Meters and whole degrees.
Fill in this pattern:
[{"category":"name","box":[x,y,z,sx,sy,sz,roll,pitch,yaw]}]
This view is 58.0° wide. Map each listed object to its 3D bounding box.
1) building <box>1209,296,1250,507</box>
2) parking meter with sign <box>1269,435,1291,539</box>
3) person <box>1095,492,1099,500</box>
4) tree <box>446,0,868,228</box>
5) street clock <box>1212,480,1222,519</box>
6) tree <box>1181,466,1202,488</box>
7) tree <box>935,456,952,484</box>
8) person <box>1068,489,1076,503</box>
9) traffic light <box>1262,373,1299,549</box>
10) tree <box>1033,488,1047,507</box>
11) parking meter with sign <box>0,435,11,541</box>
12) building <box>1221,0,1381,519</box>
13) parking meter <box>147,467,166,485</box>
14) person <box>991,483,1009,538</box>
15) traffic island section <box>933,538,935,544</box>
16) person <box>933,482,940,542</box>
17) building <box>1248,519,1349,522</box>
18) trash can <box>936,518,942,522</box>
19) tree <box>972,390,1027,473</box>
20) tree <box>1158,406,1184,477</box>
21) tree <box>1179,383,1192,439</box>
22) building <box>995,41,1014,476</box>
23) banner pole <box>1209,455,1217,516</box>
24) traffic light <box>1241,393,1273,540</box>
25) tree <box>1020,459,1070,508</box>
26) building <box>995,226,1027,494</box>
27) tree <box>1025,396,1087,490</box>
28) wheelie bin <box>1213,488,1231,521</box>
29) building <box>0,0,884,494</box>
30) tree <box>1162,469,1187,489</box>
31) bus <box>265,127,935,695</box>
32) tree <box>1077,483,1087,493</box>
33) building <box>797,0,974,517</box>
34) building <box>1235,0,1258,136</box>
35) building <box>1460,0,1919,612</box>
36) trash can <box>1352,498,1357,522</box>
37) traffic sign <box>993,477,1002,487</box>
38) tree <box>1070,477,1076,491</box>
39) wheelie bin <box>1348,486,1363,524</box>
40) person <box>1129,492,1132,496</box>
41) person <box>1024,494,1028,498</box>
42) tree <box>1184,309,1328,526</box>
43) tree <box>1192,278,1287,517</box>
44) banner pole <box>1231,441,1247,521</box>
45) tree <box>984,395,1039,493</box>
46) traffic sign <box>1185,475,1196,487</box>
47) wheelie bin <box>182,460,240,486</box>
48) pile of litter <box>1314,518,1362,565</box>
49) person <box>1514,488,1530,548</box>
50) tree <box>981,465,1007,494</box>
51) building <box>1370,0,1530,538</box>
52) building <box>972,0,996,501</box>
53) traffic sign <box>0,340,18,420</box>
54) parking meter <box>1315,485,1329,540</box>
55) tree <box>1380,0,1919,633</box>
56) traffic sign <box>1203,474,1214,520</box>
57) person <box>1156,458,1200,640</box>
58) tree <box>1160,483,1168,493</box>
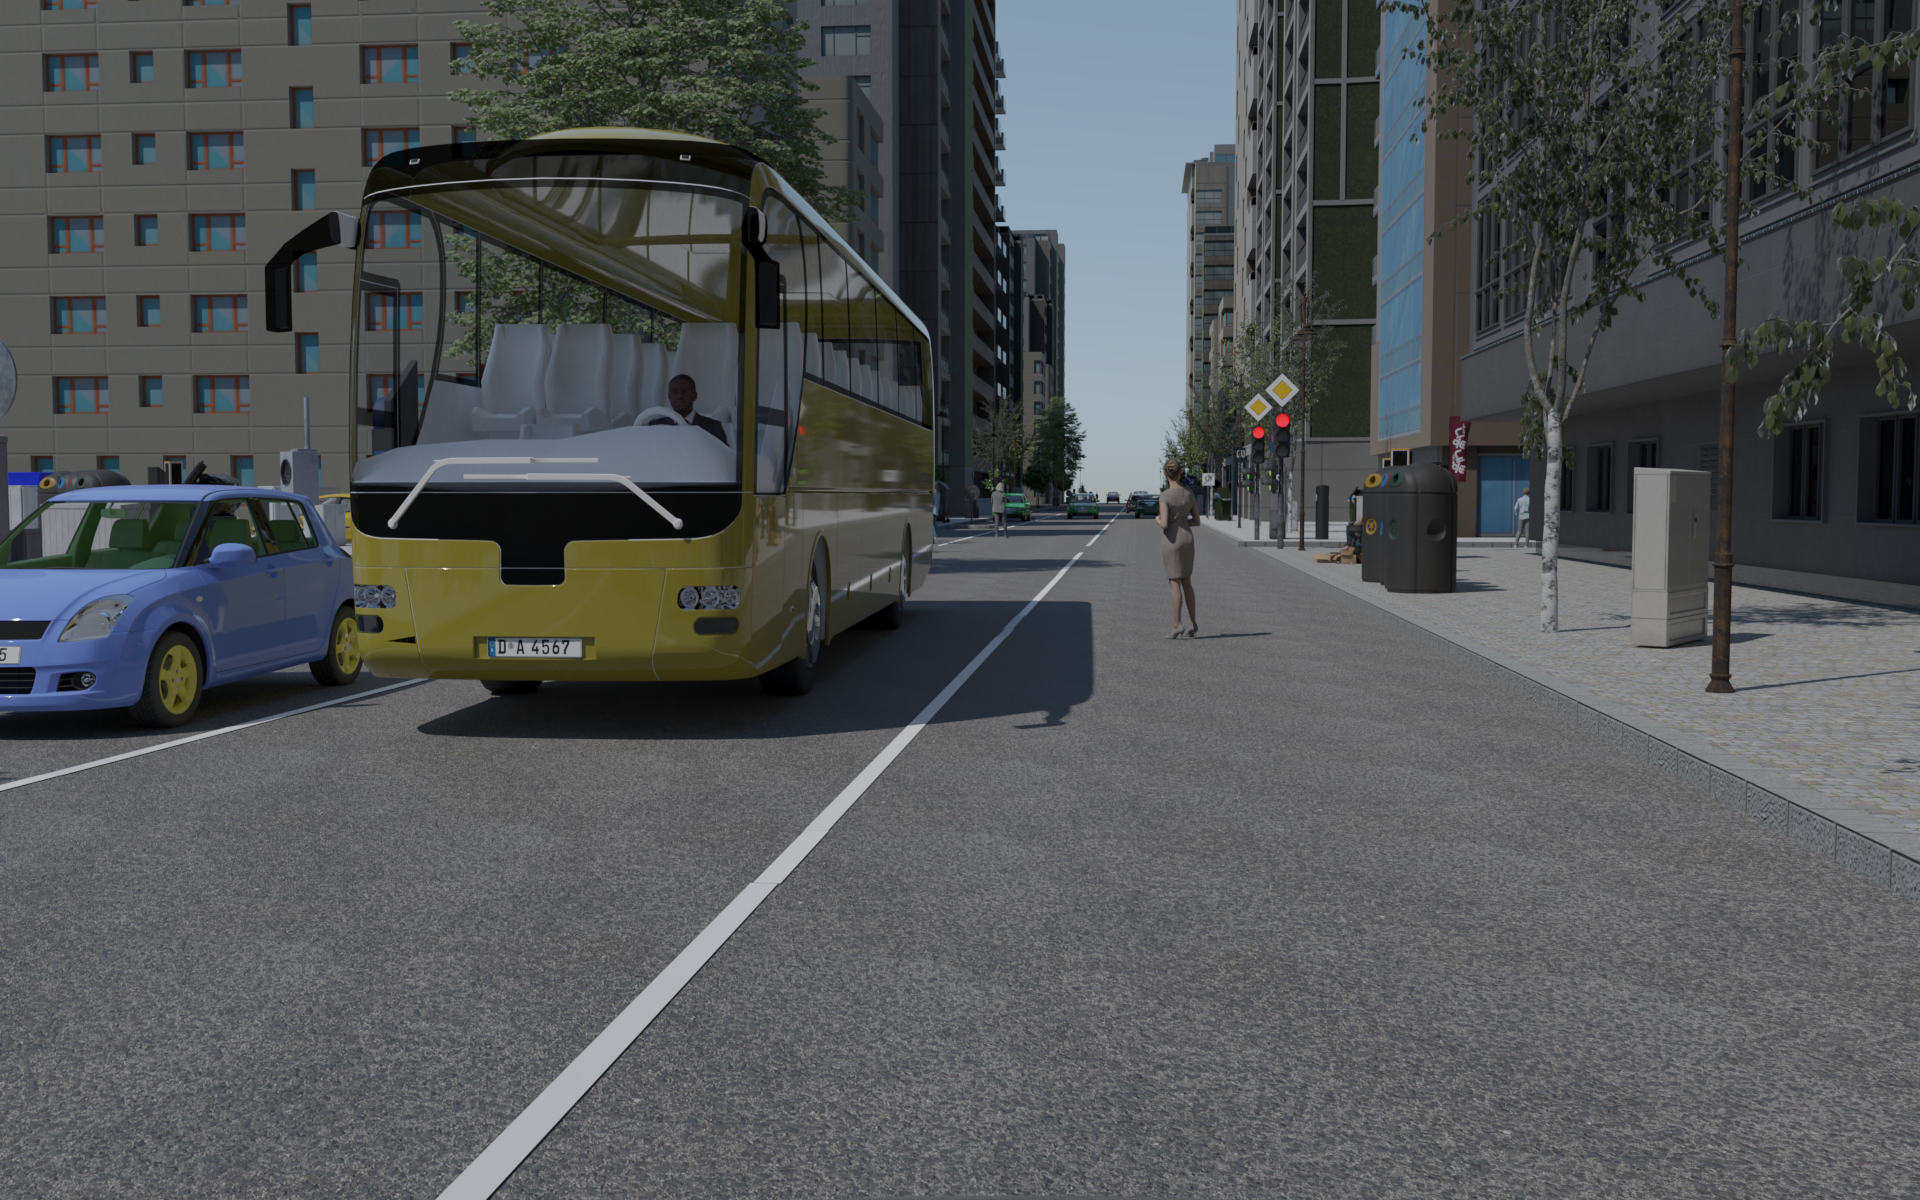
[{"category":"building","box":[38.222,-19.549,164.672,27.650,21.520,28.899,0,4,6]},{"category":"parking meter with sign","box":[9.200,-3.287,49.997,0.543,3.016,1.738,1,4,14]},{"category":"person","box":[21.289,-15.888,268.794,0.617,1.759,0.750,-1,4,-12]},{"category":"tree","box":[-5.396,-6.916,31.198,7.486,12.596,7.792,0,3,0]},{"category":"street clock","box":[12.950,-5.065,87.376,0.471,2.002,0.358,2,4,27]},{"category":"tree","box":[16.093,-7.680,120.168,1.663,3.219,1.824,0,3,0]},{"category":"tree","box":[-1.374,-5.653,87.023,1.663,3.219,1.824,0,3,0]},{"category":"person","box":[7.436,-6.387,113.276,0.623,1.781,0.721,-1,4,-23]},{"category":"traffic light","box":[7.465,-3.145,40.347,0.839,4.253,0.868,0,4,6]},{"category":"tree","box":[8.439,-11.269,178.850,1.663,3.219,1.824,0,3,0]},{"category":"parking meter with sign","box":[-11.637,-1.481,20.481,0.543,3.016,1.738,1,4,13]},{"category":"building","box":[27.785,-41.095,110.152,20.563,71.187,20.611,0,4,6]},{"category":"parking meter","box":[-17.322,-1.937,37.385,0.255,1.863,0.399,0,4,-5]},{"category":"person","box":[1.283,-2.904,56.162,0.537,1.800,0.526,2,4,26]},{"category":"traffic island section","box":[-1.820,-1.661,49.442,2.009,0.180,2.903,0,4,6]},{"category":"person","box":[-0.775,-2.606,51.369,0.793,1.790,0.793,-1,4,-12]},{"category":"building","box":[24.300,-39.339,81.442,20.563,71.187,20.611,0,4,6]},{"category":"trash can","box":[-0.986,-4.241,80.999,0.748,1.137,0.748,0,3,0]},{"category":"tree","box":[2.585,-10.468,121.514,4.360,8.622,3.978,0,3,0]},{"category":"tree","box":[17.783,-10.976,129.828,4.737,8.622,4.395,0,3,0]},{"category":"tree","box":[14.633,-9.082,98.845,4.360,8.622,3.978,0,3,0]},{"category":"building","box":[-7.345,-33.256,163.338,23.786,49.044,30.456,0,4,6]},{"category":"banner pole","box":[14.866,-6.824,101.590,0.401,3.779,0.863,2,4,34]},{"category":"traffic light","box":[8.279,-3.631,48.291,0.839,4.253,0.868,0,4,6]},{"category":"tree","box":[7.228,-10.887,161.709,4.285,4.588,4.351,0,3,0]},{"category":"building","box":[-0.618,-25.313,185.574,14.160,30.474,14.107,0,4,6]},{"category":"tree","box":[11.411,-17.269,200.477,7.486,12.596,7.792,0,3,0]},{"category":"wheelie bin","box":[12.615,-4.607,83.230,0.980,1.594,0.693,-1,4,-23]},{"category":"building","box":[-18.770,-13.619,67.717,27.650,21.520,28.899,0,4,6]},{"category":"tree","box":[23.679,-12.591,189.581,4.285,4.588,4.351,0,3,0]},{"category":"bus","box":[-2.005,-1.473,15.627,2.896,3.916,12.252,0,4,4]},{"category":"tree","box":[19.891,-17.500,280.730,1.663,3.219,1.824,0,3,0]},{"category":"building","box":[-6.883,-25.192,95.492,14.154,41.232,14.086,0,4,6]},{"category":"building","box":[35.784,-33.421,135.677,28.713,52.752,27.495,0,4,6]},{"category":"building","box":[16.424,-14.094,23.939,14.314,27.812,24.014,0,4,6]},{"category":"trash can","box":[13.147,-2.737,56.406,0.748,1.137,0.748,0,3,0]},{"category":"traffic sign","box":[2.289,-6.343,105.838,0.606,2.300,0.079,0,4,8]},{"category":"tree","box":[13.162,-14.526,221.214,4.285,4.588,4.351,0,3,0]},{"category":"wheelie bin","box":[15.807,-3.737,69.007,0.693,1.594,0.980,1,4,9]},{"category":"person","box":[24.838,-14.818,251.438,0.551,1.740,0.621,-1,4,-22]},{"category":"person","box":[7.399,-11.991,204.186,1.348,1.869,0.705,-1,4,-19]},{"category":"tree","box":[12.279,-7.287,69.504,4.737,8.622,4.395,0,3,0]},{"category":"tree","box":[10.715,-6.526,57.058,4.360,8.622,3.978,0,3,0]},{"category":"banner pole","box":[13.082,-5.610,81.735,0.863,3.779,0.401,0,4,2]},{"category":"tree","box":[3.785,-10.952,129.432,4.737,8.622,4.395,0,3,0]},{"category":"traffic sign","box":[15.413,-7.081,115.879,0.768,2.556,0.104,0,4,7]},{"category":"wheelie bin","box":[-7.218,-0.528,16.540,0.693,1.594,0.980,-1,4,-21]},{"category":"pile of litter","box":[7.182,-1.117,32.233,1.176,0.858,1.719,0,4,4]},{"category":"person","box":[14.722,-2.127,45.084,0.589,1.601,0.330,3,4,38]},{"category":"tree","box":[2.480,-7.389,115.416,1.663,3.219,1.824,0,3,0]},{"category":"building","box":[21.469,-24.786,55.355,14.200,45.320,14.600,0,4,6]},{"category":"building","box":[-8.679,-31.368,136.566,21.300,48.544,21.600,0,4,6]},{"category":"traffic sign","box":[-7.651,-0.816,13.451,0.768,2.556,0.104,1,4,13]},{"category":"parking meter","box":[10.202,-2.469,48.772,0.372,1.533,0.369,0,3,0]},{"category":"tree","box":[5.712,-4.007,15.869,4.360,8.622,3.978,0,3,0]},{"category":"traffic sign","box":[12.304,-5.118,85.810,0.606,2.300,0.079,1,4,12]},{"category":"person","box":[2.136,-0.505,17.090,0.599,1.781,0.374,-2,4,-35]},{"category":"tree","box":[25.519,-13.145,209.516,1.663,3.219,1.824,0,3,0]}]
